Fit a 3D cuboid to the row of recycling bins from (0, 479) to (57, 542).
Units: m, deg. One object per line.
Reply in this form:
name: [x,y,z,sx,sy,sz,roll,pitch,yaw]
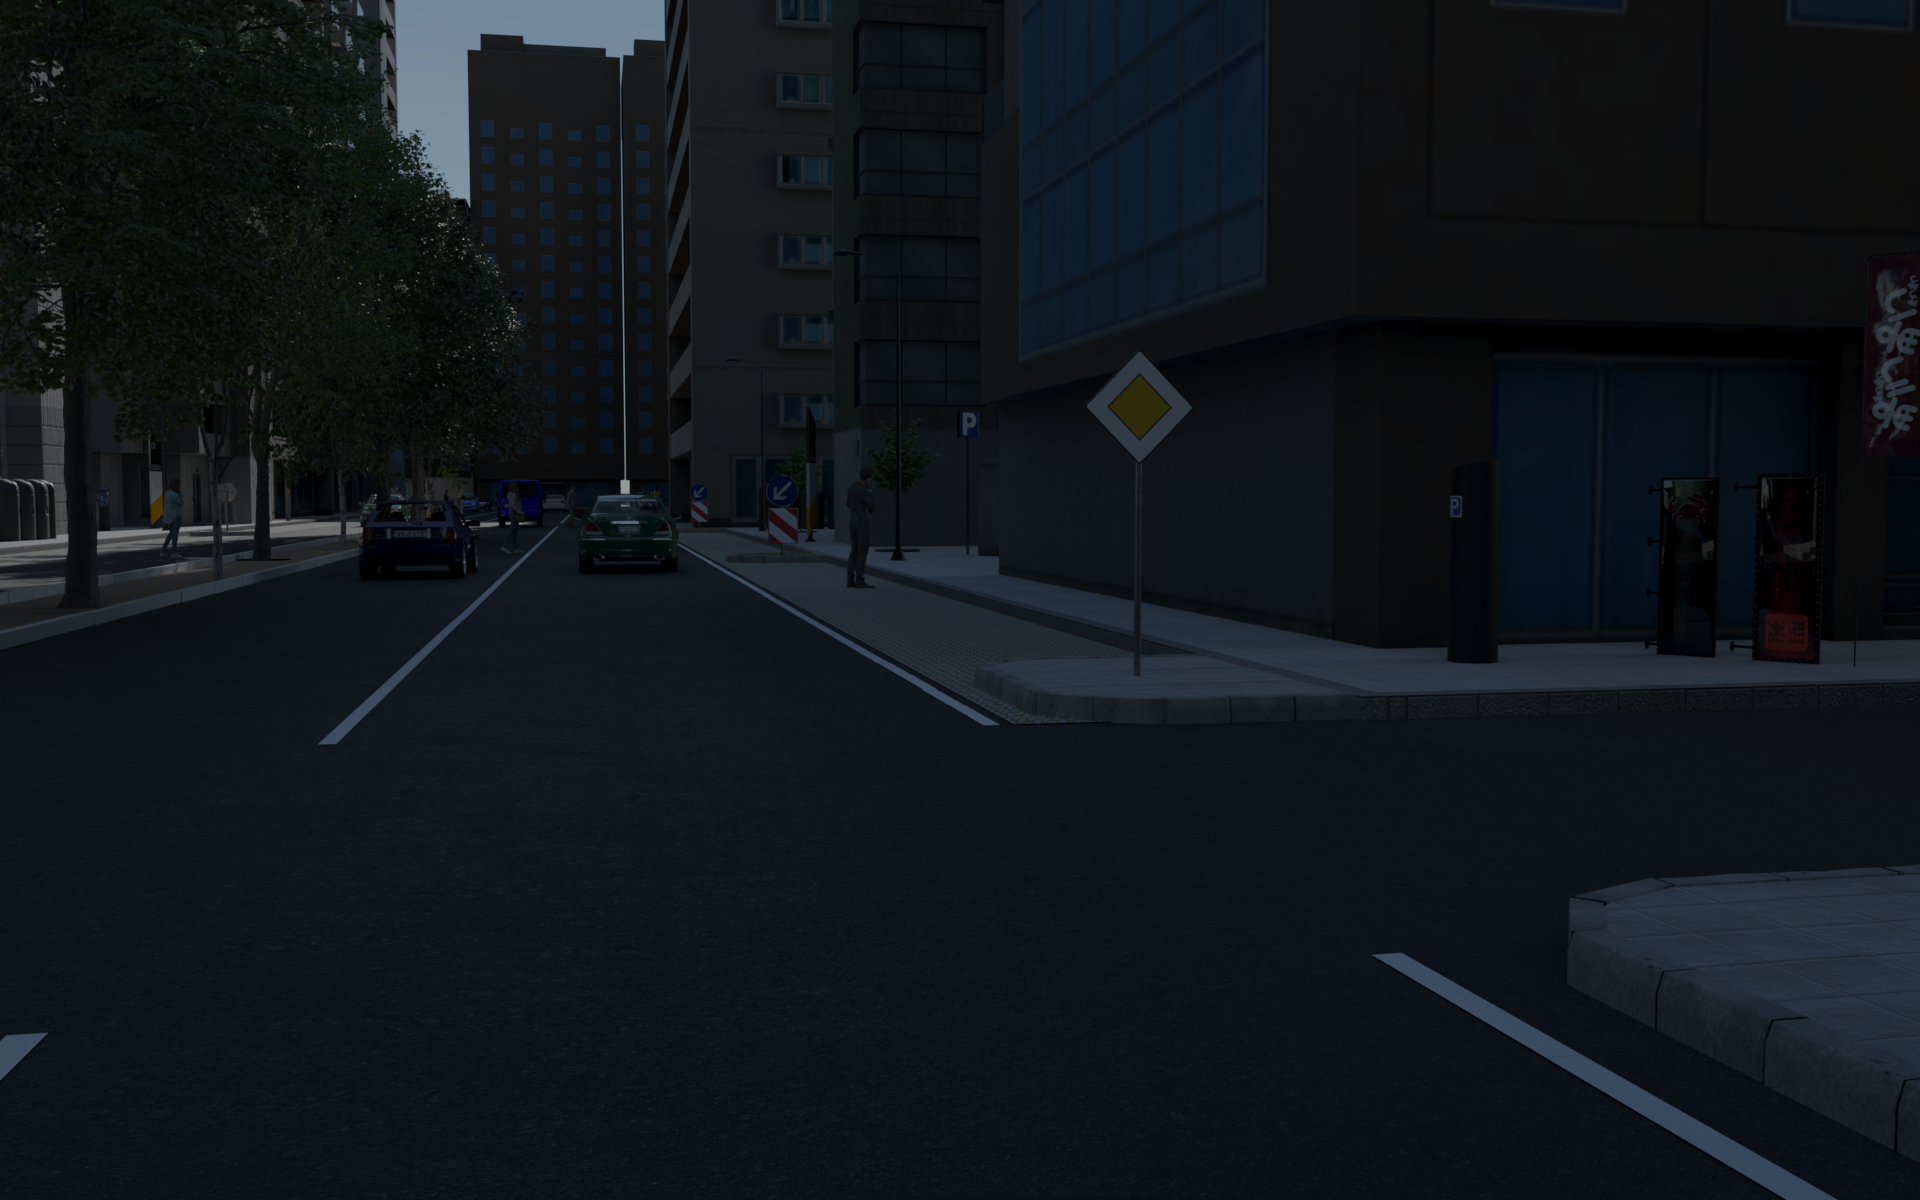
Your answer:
row of recycling bins: [-26.120,-2.518,48.276,1.069,1.692,3.534,-1,4,-9]

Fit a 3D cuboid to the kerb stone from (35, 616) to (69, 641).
kerb stone: [-9.176,0.296,17.362,0.120,0.150,1.000,-1,4,-12]

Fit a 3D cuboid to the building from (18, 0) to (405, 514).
building: [-60.807,-36.637,141.014,28.212,58.520,21.231,-1,4,-12]

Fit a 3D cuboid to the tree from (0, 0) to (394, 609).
tree: [-11.196,-6.186,21.722,7.486,12.596,7.792,0,3,0]

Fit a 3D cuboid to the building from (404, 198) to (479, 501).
building: [-54.768,-24.359,169.966,14.107,30.474,14.160,-1,4,-12]

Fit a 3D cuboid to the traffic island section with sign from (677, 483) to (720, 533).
traffic island section with sign: [-9.866,-3.417,64.499,1.989,1.847,2.006,-1,4,-12]

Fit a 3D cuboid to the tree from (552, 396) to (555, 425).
tree: [-19.500,-8.719,62.026,9.611,12.733,9.660,0,3,0]

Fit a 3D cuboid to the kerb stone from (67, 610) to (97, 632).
kerb stone: [-9.390,0.235,18.366,0.120,0.150,1.000,-1,4,-12]

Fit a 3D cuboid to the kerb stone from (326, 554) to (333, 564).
kerb stone: [-13.017,-0.809,35.422,0.120,0.150,1.000,-1,4,-12]

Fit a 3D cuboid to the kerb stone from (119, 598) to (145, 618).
kerb stone: [-9.813,0.112,20.374,0.120,0.150,1.000,-1,4,-12]

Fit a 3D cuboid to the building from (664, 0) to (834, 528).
building: [-1.848,-27.701,76.620,21.300,48.544,21.600,-1,4,-12]

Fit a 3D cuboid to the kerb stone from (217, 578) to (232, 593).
kerb stone: [-10.883,-0.196,25.400,0.120,0.150,1.000,-1,4,-12]

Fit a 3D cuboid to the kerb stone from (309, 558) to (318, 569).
kerb stone: [-12.584,-0.684,33.417,0.120,0.150,1.000,-1,4,-12]

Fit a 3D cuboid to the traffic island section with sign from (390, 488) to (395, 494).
traffic island section with sign: [-35.686,-6.122,108.716,1.989,1.847,2.006,-1,4,-12]

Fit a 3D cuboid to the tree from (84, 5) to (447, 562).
tree: [-14.801,-6.630,36.616,9.928,11.665,9.643,0,3,0]

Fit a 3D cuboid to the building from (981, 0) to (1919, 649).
building: [8.648,-22.669,20.745,14.200,45.320,14.600,-1,4,-12]

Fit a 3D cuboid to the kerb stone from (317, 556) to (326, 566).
kerb stone: [-12.794,-0.748,34.424,0.120,0.150,1.000,-1,4,-12]

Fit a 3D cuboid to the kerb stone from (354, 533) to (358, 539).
kerb stone: [-19.344,-2.010,55.066,0.120,0.150,1.000,-1,4,-12]

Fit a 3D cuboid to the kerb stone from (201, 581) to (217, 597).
kerb stone: [-10.675,-0.134,24.398,0.120,0.150,1.000,-1,4,-12]

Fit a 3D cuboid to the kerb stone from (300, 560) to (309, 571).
kerb stone: [-12.374,-0.618,32.417,0.120,0.150,1.000,-1,4,-12]

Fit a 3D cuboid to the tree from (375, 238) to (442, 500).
tree: [-15.994,-5.620,44.713,4.737,8.622,4.395,0,3,0]

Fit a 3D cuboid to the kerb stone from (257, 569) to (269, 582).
kerb stone: [-11.525,-0.380,28.407,0.120,0.150,1.000,-1,4,-12]

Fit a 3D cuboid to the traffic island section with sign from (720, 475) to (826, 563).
traffic island section with sign: [-3.953,-1.720,36.756,1.989,1.847,2.006,-1,4,-12]

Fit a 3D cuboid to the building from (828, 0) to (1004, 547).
building: [3.044,-16.977,49.284,14.160,30.474,14.107,-1,4,-12]

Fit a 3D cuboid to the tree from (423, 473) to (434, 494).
tree: [-48.714,-9.970,157.606,1.663,3.219,1.824,0,3,0]

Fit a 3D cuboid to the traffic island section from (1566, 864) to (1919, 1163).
traffic island section: [2.928,1.092,4.423,2.009,0.180,2.903,-1,4,-12]

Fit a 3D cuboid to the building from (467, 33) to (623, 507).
building: [-41.133,-32.008,173.434,14.200,45.320,14.600,-1,4,-12]

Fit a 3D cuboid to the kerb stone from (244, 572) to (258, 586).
kerb stone: [-11.310,-0.318,27.400,0.120,0.150,1.000,-1,4,-12]

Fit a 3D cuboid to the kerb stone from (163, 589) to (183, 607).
kerb stone: [-10.252,-0.011,22.383,0.120,0.150,1.000,-1,4,-12]

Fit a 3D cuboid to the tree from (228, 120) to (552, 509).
tree: [-17.567,-8.131,52.413,9.611,12.733,9.660,0,3,0]

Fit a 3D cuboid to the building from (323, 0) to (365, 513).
building: [-52.207,-30.321,115.352,23.786,49.044,30.456,-1,4,-12]

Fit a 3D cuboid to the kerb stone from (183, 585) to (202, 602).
kerb stone: [-10.455,-0.073,23.396,0.120,0.150,1.000,-1,4,-12]

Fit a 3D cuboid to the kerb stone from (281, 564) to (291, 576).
kerb stone: [-11.948,-0.501,30.412,0.120,0.150,1.000,-1,4,-12]

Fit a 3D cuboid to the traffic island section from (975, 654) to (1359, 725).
traffic island section: [1.267,0.614,12.234,2.009,0.180,2.903,-1,4,-12]

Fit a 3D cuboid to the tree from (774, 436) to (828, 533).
tree: [-5.429,-3.862,57.747,1.663,3.219,1.824,0,3,0]

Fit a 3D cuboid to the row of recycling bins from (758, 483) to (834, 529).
row of recycling bins: [-5.728,-3.445,63.432,3.534,1.692,1.069,1,4,15]

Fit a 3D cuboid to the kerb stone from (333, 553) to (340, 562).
kerb stone: [-13.232,-0.871,36.431,0.120,0.150,1.000,-1,4,-12]

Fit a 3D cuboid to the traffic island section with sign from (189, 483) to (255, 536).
traffic island section with sign: [-25.233,-3.113,59.527,1.989,1.847,2.006,-1,4,-12]

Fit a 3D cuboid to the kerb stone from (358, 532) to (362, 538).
kerb stone: [-19.550,-2.072,56.072,0.120,0.150,1.000,-1,4,-12]

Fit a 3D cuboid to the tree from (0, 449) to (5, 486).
tree: [-33.800,-4.048,60.781,1.663,3.219,1.824,0,3,0]

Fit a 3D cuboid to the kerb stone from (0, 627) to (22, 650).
kerb stone: [-8.966,0.357,16.361,0.120,0.150,1.000,-1,4,-12]

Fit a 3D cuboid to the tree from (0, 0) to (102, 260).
tree: [-9.970,-3.829,15.430,4.360,8.622,3.978,0,3,0]

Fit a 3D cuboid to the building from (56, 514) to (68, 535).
building: [-36.115,-30.408,39.172,21.231,58.520,28.212,-1,4,-12]

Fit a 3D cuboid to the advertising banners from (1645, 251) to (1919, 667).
advertising banners: [6.271,-1.036,13.129,2.074,3.025,0.090,3,5,44]

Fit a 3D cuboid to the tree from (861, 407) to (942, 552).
tree: [-1.465,-2.693,38.639,1.663,3.219,1.824,0,3,0]

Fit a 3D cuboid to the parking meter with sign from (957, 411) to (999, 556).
parking meter with sign: [0.730,-2.422,35.856,0.543,3.016,1.738,-3,5,-43]

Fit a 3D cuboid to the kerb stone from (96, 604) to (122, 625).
kerb stone: [-9.597,0.180,19.371,0.120,0.150,1.000,-1,4,-12]

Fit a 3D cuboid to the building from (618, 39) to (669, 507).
building: [-26.770,-32.130,175.437,14.200,45.320,14.600,-1,4,-12]

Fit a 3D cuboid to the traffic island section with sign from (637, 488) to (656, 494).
traffic island section with sign: [-25.566,-7.936,138.380,1.989,1.847,2.006,-1,4,-12]

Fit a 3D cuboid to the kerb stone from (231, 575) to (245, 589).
kerb stone: [-11.100,-0.257,26.399,0.120,0.150,1.000,-1,4,-12]

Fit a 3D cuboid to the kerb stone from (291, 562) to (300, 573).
kerb stone: [-12.165,-0.564,31.415,0.120,0.150,1.000,-1,4,-12]

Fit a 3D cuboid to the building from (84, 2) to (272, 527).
building: [-36.722,-18.223,69.653,14.160,30.474,14.107,-1,4,-12]

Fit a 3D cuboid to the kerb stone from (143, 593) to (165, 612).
kerb stone: [-10.033,0.050,21.378,0.120,0.150,1.000,-1,4,-12]

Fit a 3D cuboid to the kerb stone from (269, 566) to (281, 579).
kerb stone: [-11.735,-0.441,29.411,0.120,0.150,1.000,-1,4,-12]

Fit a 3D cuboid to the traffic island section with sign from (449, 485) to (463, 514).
traffic island section with sign: [-24.274,-4.597,83.290,2.006,1.907,1.989,-1,4,-12]

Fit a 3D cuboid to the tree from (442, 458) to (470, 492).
tree: [-21.287,-7.118,69.194,4.737,8.622,4.395,0,3,0]

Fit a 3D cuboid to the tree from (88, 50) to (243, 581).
tree: [-12.107,-4.598,27.996,4.737,8.622,4.395,0,3,0]

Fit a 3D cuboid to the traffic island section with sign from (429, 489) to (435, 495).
traffic island section with sign: [-41.374,-7.757,135.450,1.989,1.847,2.006,-1,4,-12]

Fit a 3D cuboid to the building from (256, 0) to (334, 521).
building: [-45.840,-28.529,90.158,21.300,48.544,21.600,-1,4,-12]
